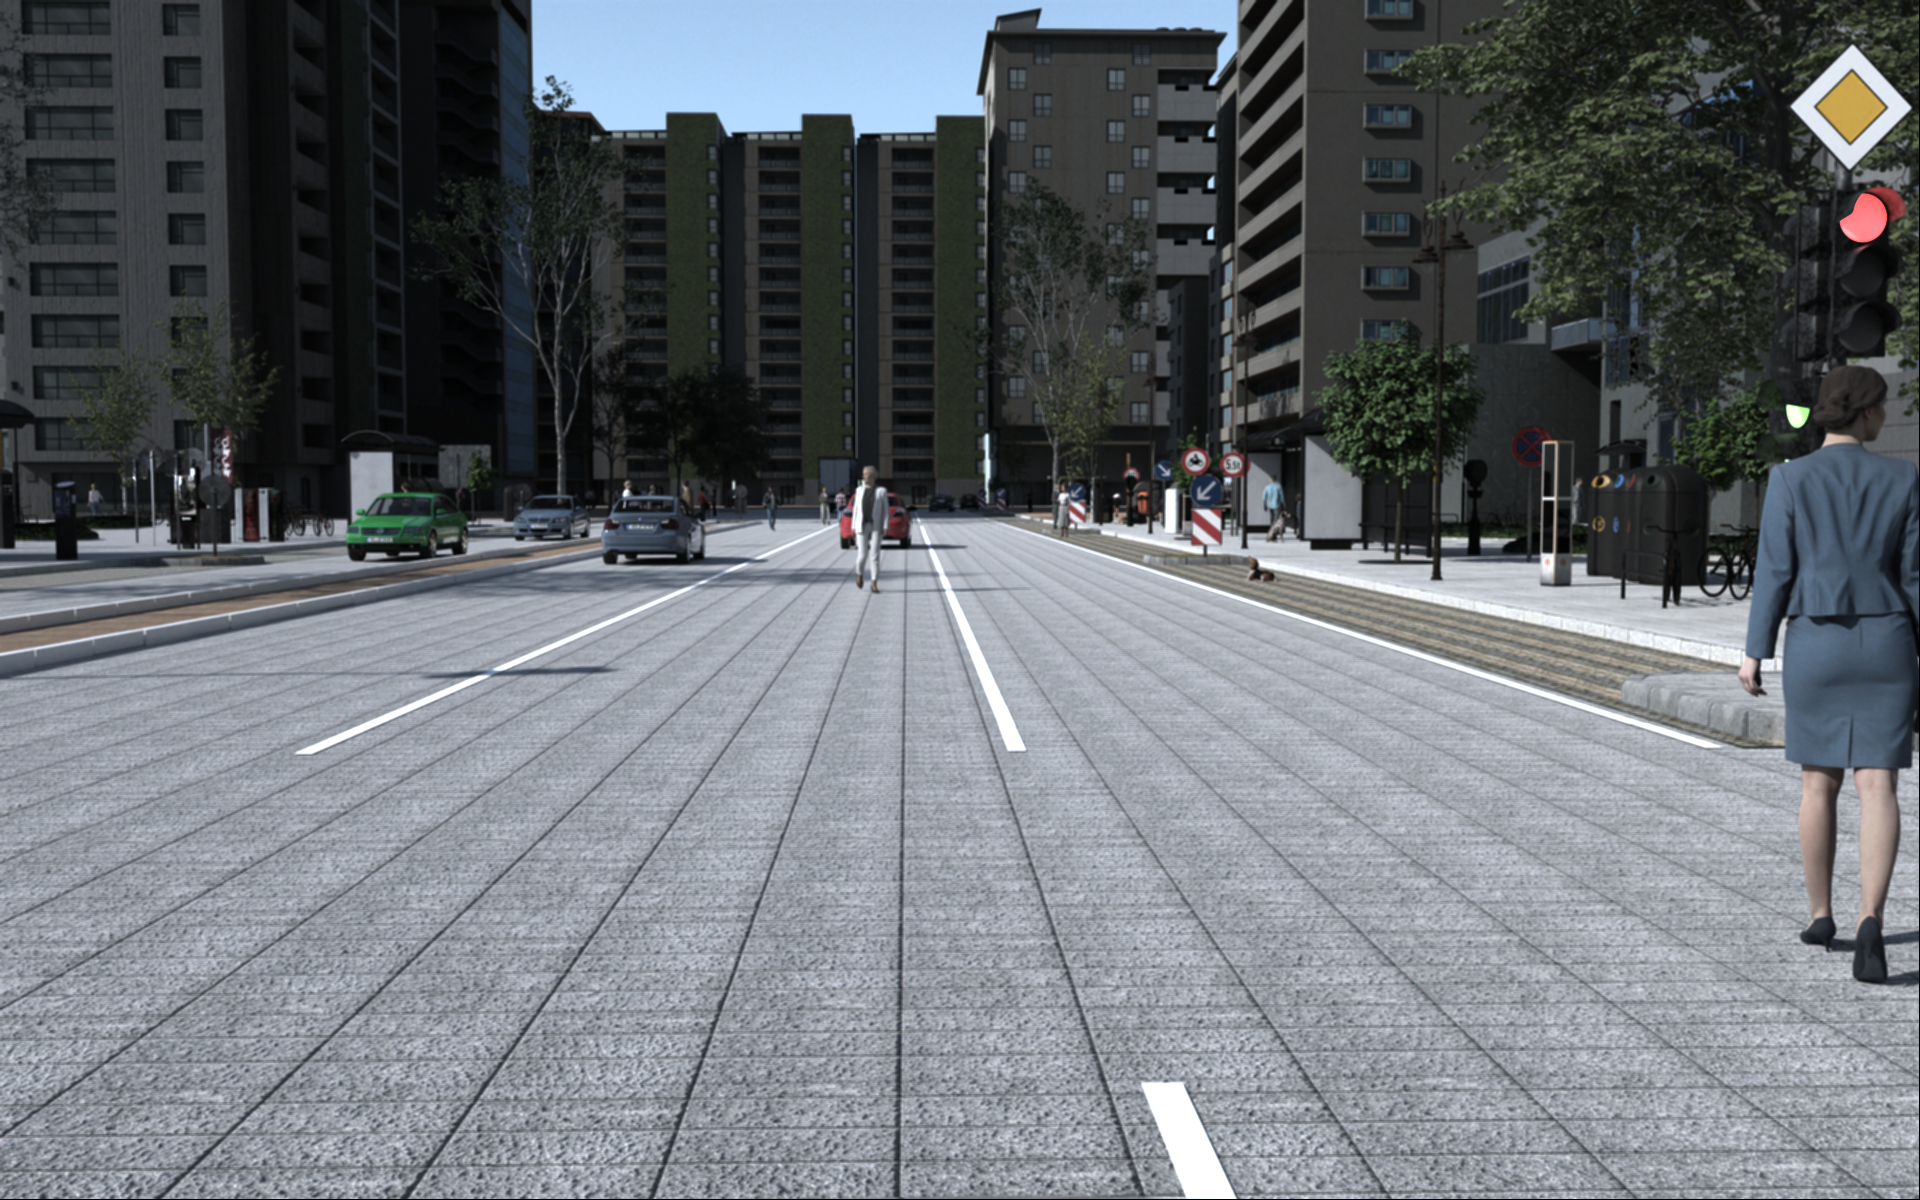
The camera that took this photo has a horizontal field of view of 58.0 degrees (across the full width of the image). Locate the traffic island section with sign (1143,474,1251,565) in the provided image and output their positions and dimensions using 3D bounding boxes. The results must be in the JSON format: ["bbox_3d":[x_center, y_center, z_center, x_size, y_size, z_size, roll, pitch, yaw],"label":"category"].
[{"bbox_3d":[4.832,-1.654,35.664,1.989,1.847,2.006,0,4,-2],"label":"traffic island section with sign"}]

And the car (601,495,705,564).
[{"bbox_3d":[-6.463,-1.511,36.713,2.014,1.417,4.499,0,4,-2],"label":"car"}]

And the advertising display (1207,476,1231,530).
[{"bbox_3d":[9.243,-3.449,61.600,0.974,1.923,0.123,0,4,6],"label":"advertising display"}]

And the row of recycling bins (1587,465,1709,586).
[{"bbox_3d":[10.232,-1.143,25.795,1.069,1.692,3.534,0,4,5],"label":"row of recycling bins"}]

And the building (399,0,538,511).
[{"bbox_3d":[-42.590,-29.863,138.375,14.200,45.320,14.600,0,4,-2],"label":"building"}]

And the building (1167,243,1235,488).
[{"bbox_3d":[31.964,-17.681,134.125,27.650,21.520,28.899,0,4,-2],"label":"building"}]

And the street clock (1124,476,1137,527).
[{"bbox_3d":[6.731,-3.904,68.395,0.471,2.002,0.358,-1,4,-23],"label":"street clock"}]

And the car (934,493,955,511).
[{"bbox_3d":[-1.333,-8.306,145.388,1.945,1.707,3.694,0,4,-3],"label":"car"}]

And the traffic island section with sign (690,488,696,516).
[{"bbox_3d":[-17.616,-6.352,112.489,1.989,1.847,2.006,0,4,-2],"label":"traffic island section with sign"}]

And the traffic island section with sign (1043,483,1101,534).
[{"bbox_3d":[4.023,-3.301,62.607,1.989,1.847,2.006,0,4,-2],"label":"traffic island section with sign"}]

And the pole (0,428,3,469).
[{"bbox_3d":[-22.929,-2.903,41.305,0.158,3.312,0.155,0,3,0],"label":"pole"}]

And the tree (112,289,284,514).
[{"bbox_3d":[-27.238,-6.901,63.199,4.737,8.622,4.395,0,3,0],"label":"tree"}]

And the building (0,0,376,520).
[{"bbox_3d":[-40.306,-19.572,91.701,14.160,30.474,14.107,0,4,-2],"label":"building"}]

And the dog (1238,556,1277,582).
[{"bbox_3d":[4.898,-0.503,28.417,0.550,0.427,0.748,0,4,-3],"label":"dog"}]

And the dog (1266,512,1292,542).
[{"bbox_3d":[8.391,-1.946,46.189,0.513,0.831,0.800,-2,4,-30],"label":"dog"}]

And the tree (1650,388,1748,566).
[{"bbox_3d":[13.642,-2.245,31.308,1.663,3.219,1.824,0,3,0],"label":"tree"}]

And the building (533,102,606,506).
[{"bbox_3d":[-54.141,-32.893,192.418,28.867,44.769,22.147,0,4,-2],"label":"building"}]

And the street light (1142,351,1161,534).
[{"bbox_3d":[6.174,-5.087,55.958,0.468,5.910,1.993,0,4,-2],"label":"street light"}]

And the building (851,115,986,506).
[{"bbox_3d":[-4.391,-30.996,190.374,14.086,41.232,14.154,0,4,-2],"label":"building"}]

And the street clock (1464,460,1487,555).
[{"bbox_3d":[10.828,-1.948,36.422,0.471,2.002,0.358,-2,4,-31],"label":"street clock"}]

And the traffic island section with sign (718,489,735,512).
[{"bbox_3d":[-18.448,-8.037,140.038,1.989,1.847,2.006,0,4,-2],"label":"traffic island section with sign"}]

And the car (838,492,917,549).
[{"bbox_3d":[-2.233,-2.301,46.655,2.155,1.783,4.494,0,4,0],"label":"car"}]

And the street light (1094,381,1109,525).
[{"bbox_3d":[5.783,-5.999,70.872,0.468,5.910,1.993,0,4,-2],"label":"street light"}]

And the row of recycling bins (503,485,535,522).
[{"bbox_3d":[-20.716,-4.556,81.599,1.069,1.692,3.534,0,4,-2],"label":"row of recycling bins"}]

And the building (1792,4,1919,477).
[{"bbox_3d":[35.125,-30.090,33.978,28.212,58.520,21.231,0,4,-2],"label":"building"}]

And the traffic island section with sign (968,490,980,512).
[{"bbox_3d":[1.677,-8.042,140.120,1.989,1.847,2.006,0,4,-2],"label":"traffic island section with sign"}]

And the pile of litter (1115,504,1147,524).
[{"bbox_3d":[7.354,-3.706,74.550,1.719,0.858,1.176,-2,4,-28],"label":"pile of litter"}]

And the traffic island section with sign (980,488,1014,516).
[{"bbox_3d":[2.507,-6.370,112.785,1.989,1.847,2.006,0,4,-2],"label":"traffic island section with sign"}]

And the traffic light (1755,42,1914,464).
[{"bbox_3d":[5.531,-1.348,10.961,0.839,4.253,0.868,0,4,-2],"label":"traffic light"}]

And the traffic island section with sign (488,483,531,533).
[{"bbox_3d":[-16.144,-3.366,63.669,1.989,1.847,2.006,0,4,-2],"label":"traffic island section with sign"}]

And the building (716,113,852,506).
[{"bbox_3d":[-18.463,-30.955,189.702,14.086,41.232,14.154,0,4,-2],"label":"building"}]

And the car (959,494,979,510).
[{"bbox_3d":[0.870,-9.167,159.673,2.009,1.686,4.222,0,4,0],"label":"car"}]

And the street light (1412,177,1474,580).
[{"bbox_3d":[7.110,-3.234,25.660,0.468,5.910,1.993,0,4,-2],"label":"street light"}]

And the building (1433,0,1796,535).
[{"bbox_3d":[33.042,-46.147,67.175,22.319,86.520,31.000,0,4,-2],"label":"building"}]

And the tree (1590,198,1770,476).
[{"bbox_3d":[17.866,-5.633,42.469,4.360,8.622,3.978,0,3,0],"label":"tree"}]

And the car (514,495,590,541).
[{"bbox_3d":[-12.874,-2.622,54.871,2.014,1.417,4.499,0,4,-2],"label":"car"}]

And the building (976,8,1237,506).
[{"bbox_3d":[16.169,-37.229,197.930,27.495,52.752,28.713,0,4,-2],"label":"building"}]

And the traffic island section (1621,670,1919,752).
[{"bbox_3d":[5.571,0.685,11.076,2.009,0.180,2.903,0,4,-2],"label":"traffic island section"}]

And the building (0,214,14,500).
[{"bbox_3d":[-63.323,-33.161,131.423,27.495,52.752,28.713,0,4,-2],"label":"building"}]

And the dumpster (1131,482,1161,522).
[{"bbox_3d":[8.696,-4.597,80.925,1.264,1.857,1.865,0,4,-2],"label":"dumpster"}]

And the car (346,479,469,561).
[{"bbox_3d":[-12.243,-1.818,38.522,1.959,1.807,4.718,0,4,-3],"label":"car"}]

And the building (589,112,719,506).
[{"bbox_3d":[-32.532,-30.907,188.932,14.086,41.232,14.154,0,4,-2],"label":"building"}]

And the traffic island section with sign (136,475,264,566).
[{"bbox_3d":[-15.279,-1.617,35.069,1.989,1.847,2.006,0,4,-2],"label":"traffic island section with sign"}]

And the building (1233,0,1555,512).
[{"bbox_3d":[29.798,-29.622,108.022,21.300,48.544,21.600,0,4,-2],"label":"building"}]

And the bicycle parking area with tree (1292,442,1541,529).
[{"bbox_3d":[16.193,-4.600,62.215,9.016,4.147,8.231,-1,4,-19],"label":"bicycle parking area with tree"}]

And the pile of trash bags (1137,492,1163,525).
[{"bbox_3d":[8.796,-3.795,71.794,3.447,1.369,1.912,3,5,40],"label":"pile of trash bags"}]

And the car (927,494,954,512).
[{"bbox_3d":[-1.552,-7.853,140.193,2.131,1.459,4.920,0,4,-2],"label":"car"}]

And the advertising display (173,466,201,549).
[{"bbox_3d":[-17.979,-2.147,40.310,0.974,1.923,0.123,3,4,36],"label":"advertising display"}]

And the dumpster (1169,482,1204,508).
[{"bbox_3d":[8.389,-3.522,63.351,1.264,1.857,1.865,0,4,-2],"label":"dumpster"}]

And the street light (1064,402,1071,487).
[{"bbox_3d":[5.361,-6.911,85.786,0.468,5.910,1.993,0,4,-2],"label":"street light"}]

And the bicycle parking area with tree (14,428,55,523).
[{"bbox_3d":[-41.213,-4.833,66.028,9.016,4.147,8.231,1,4,15],"label":"bicycle parking area with tree"}]

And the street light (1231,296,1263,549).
[{"bbox_3d":[6.696,-4.146,40.574,0.468,5.910,1.993,0,4,-2],"label":"street light"}]

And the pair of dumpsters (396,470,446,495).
[{"bbox_3d":[-21.308,-3.962,67.278,1.574,2.255,4.437,0,4,-2],"label":"pair of dumpsters"}]

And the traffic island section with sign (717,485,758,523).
[{"bbox_3d":[-10.882,-4.727,85.415,2.006,1.907,1.989,0,4,-2],"label":"traffic island section with sign"}]

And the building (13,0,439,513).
[{"bbox_3d":[-44.369,-40.943,107.671,20.563,71.187,20.611,0,4,-2],"label":"building"}]

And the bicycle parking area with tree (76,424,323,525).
[{"bbox_3d":[-31.790,-5.333,74.197,9.016,4.147,8.231,1,4,13],"label":"bicycle parking area with tree"}]

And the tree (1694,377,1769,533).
[{"bbox_3d":[22.074,-3.915,47.731,4.285,4.588,4.351,0,3,0],"label":"tree"}]

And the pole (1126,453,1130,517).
[{"bbox_3d":[8.411,-5.669,86.534,0.158,3.312,0.155,0,3,0],"label":"pole"}]
